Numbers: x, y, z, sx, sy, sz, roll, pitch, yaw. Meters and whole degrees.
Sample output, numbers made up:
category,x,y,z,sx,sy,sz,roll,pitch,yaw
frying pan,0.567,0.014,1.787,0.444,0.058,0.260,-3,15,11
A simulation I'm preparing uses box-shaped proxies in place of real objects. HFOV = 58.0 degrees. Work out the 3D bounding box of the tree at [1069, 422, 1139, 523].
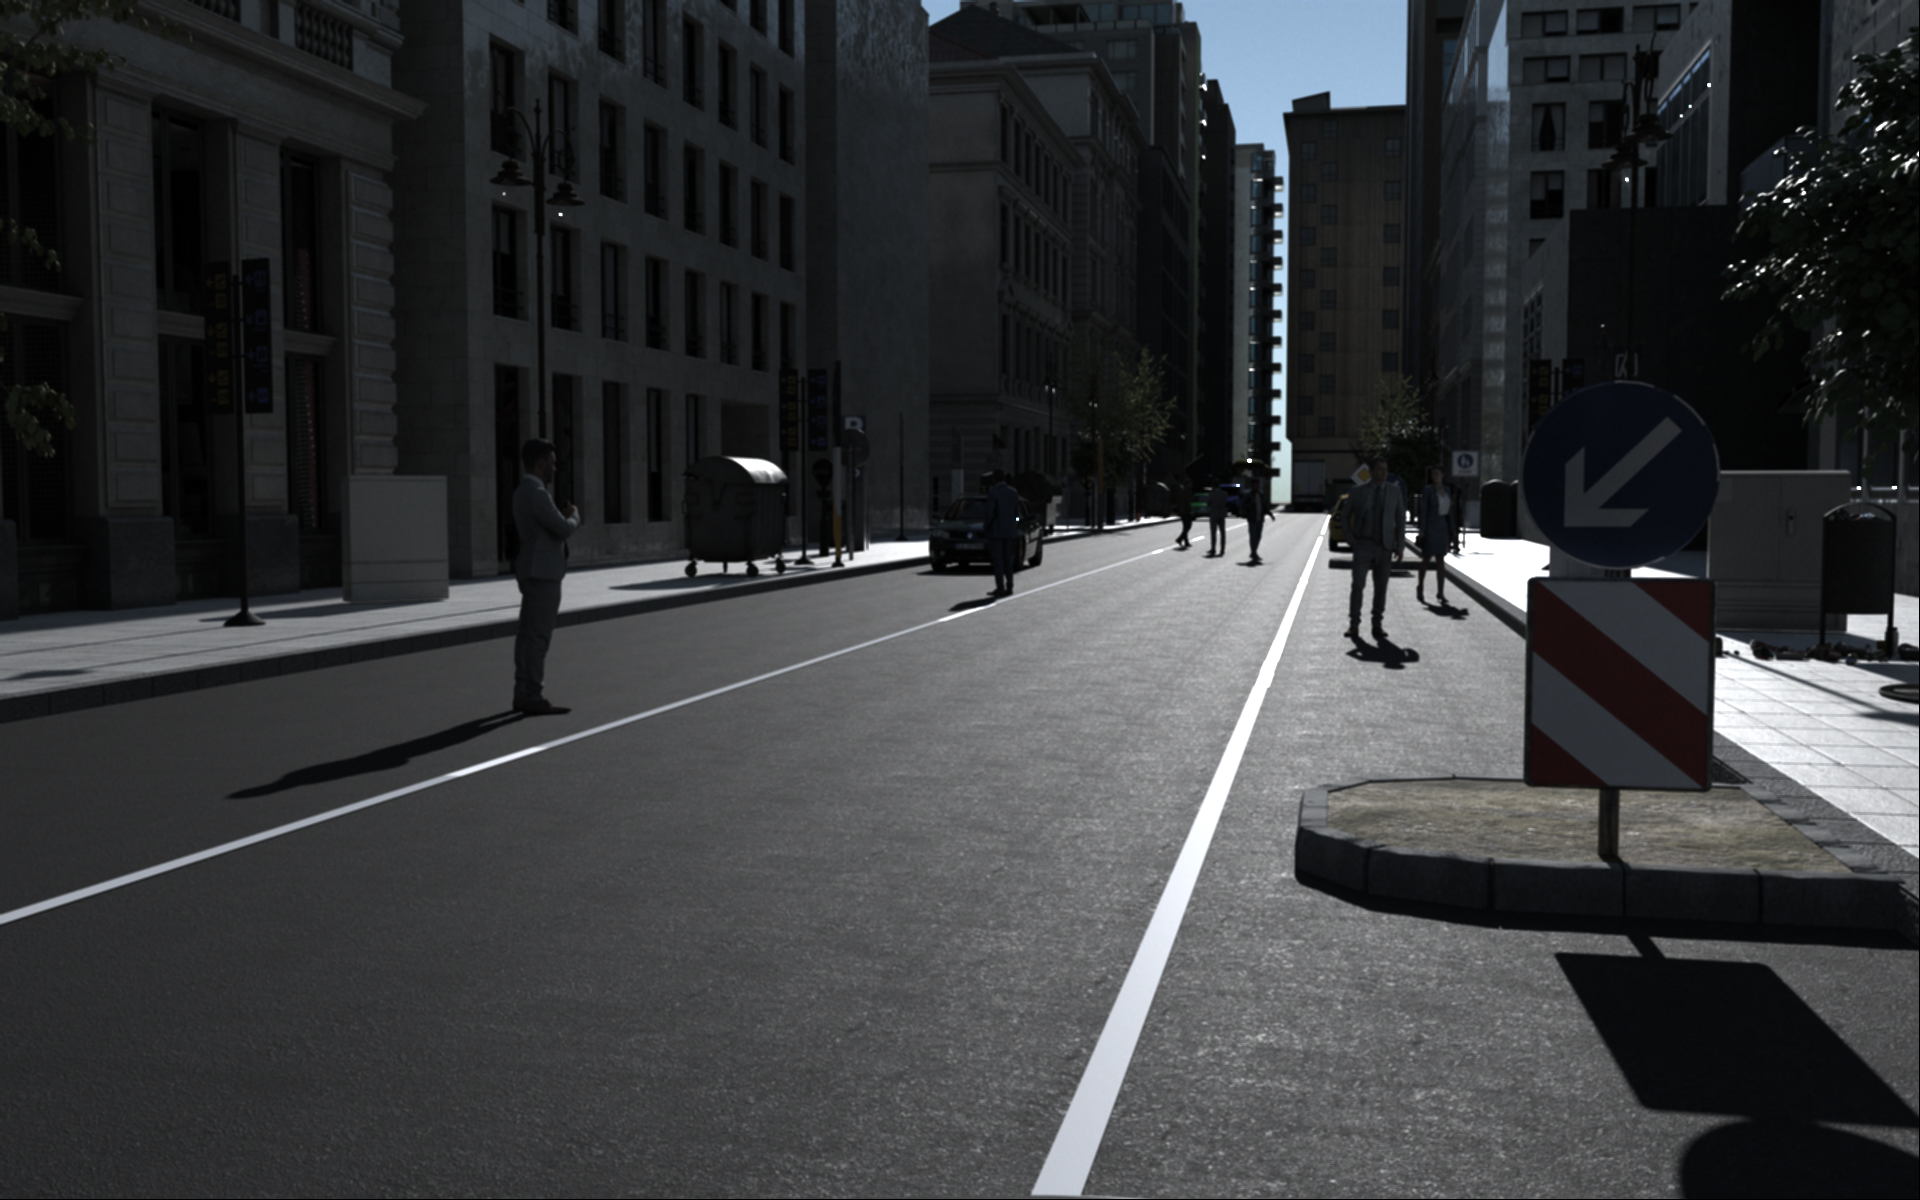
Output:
category,x,y,z,sx,sy,sz,roll,pitch,yaw
tree,6.295,-5.665,76.341,4.285,4.588,4.351,0,3,0

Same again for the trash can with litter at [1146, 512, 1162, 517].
category,x,y,z,sx,sy,sz,roll,pitch,yaw
trash can with litter,10.800,-5.215,96.645,1.055,1.170,0.624,2,4,24

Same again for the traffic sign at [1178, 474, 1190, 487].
category,x,y,z,sx,sy,sz,roll,pitch,yaw
traffic sign,14.038,-6.644,108.727,0.768,2.556,0.104,1,4,21

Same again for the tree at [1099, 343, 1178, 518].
category,x,y,z,sx,sy,sz,roll,pitch,yaw
tree,8.613,-8.252,85.279,4.360,8.622,3.978,0,3,0

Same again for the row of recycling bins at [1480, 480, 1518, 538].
category,x,y,z,sx,sy,sz,roll,pitch,yaw
row of recycling bins,17.122,-2.734,51.812,3.534,1.692,1.069,-2,4,-25

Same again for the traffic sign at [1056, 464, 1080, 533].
category,x,y,z,sx,sy,sz,roll,pitch,yaw
traffic sign,3.574,-3.283,57.321,0.795,2.450,0.064,1,4,12

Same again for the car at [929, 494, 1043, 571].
category,x,y,z,sx,sy,sz,roll,pitch,yaw
car,0.545,-1.455,33.573,2.009,1.686,4.222,1,4,10

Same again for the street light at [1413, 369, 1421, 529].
category,x,y,z,sx,sy,sz,roll,pitch,yaw
street light,16.707,-5.512,62.903,0.468,5.910,1.993,1,4,12

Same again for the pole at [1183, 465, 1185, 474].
category,x,y,z,sx,sy,sz,roll,pitch,yaw
pole,15.603,-7.774,120.942,0.158,3.312,0.155,0,3,0

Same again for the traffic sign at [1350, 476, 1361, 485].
category,x,y,z,sx,sy,sz,roll,pitch,yaw
traffic sign,14.598,-3.635,63.075,0.795,2.450,0.064,1,4,12

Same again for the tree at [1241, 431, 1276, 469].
category,x,y,z,sx,sy,sz,roll,pitch,yaw
tree,34.375,-15.271,200.047,4.360,8.622,3.978,0,3,0

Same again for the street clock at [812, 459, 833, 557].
category,x,y,z,sx,sy,sz,roll,pitch,yaw
street clock,-2.791,-1.896,35.563,0.471,2.002,0.358,0,4,-1

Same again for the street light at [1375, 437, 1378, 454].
category,x,y,z,sx,sy,sz,roll,pitch,yaw
street light,32.548,-9.949,135.447,0.468,5.910,1.993,1,4,12

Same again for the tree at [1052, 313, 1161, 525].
category,x,y,z,sx,sy,sz,roll,pitch,yaw
tree,5.806,-7.376,70.955,4.737,8.622,4.395,0,3,0

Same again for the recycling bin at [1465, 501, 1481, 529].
category,x,y,z,sx,sy,sz,roll,pitch,yaw
recycling bin,19.237,-3.169,64.368,0.722,1.027,0.722,0,4,3

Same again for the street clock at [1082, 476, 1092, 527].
category,x,y,z,sx,sy,sz,roll,pitch,yaw
street clock,5.039,-3.902,68.368,0.471,2.002,0.358,0,3,0

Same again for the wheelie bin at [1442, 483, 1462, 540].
category,x,y,z,sx,sy,sz,roll,pitch,yaw
wheelie bin,13.474,-2.473,48.348,0.980,1.594,0.693,-1,4,-11

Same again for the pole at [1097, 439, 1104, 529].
category,x,y,z,sx,sy,sz,roll,pitch,yaw
pole,5.221,-4.313,64.368,0.158,3.312,0.155,0,3,0

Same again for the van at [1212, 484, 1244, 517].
category,x,y,z,sx,sy,sz,roll,pitch,yaw
van,16.733,-6.365,108.448,2.240,2.365,5.245,1,4,13

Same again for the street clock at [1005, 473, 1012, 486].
category,x,y,z,sx,sy,sz,roll,pitch,yaw
street clock,1.432,-3.157,56.181,0.471,2.002,0.358,-2,4,-34

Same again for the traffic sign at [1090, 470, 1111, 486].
category,x,y,z,sx,sy,sz,roll,pitch,yaw
traffic sign,5.277,-3.760,65.123,0.795,2.450,0.064,1,4,12

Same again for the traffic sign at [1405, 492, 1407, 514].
category,x,y,z,sx,sy,sz,roll,pitch,yaw
traffic sign,21.417,-5.080,83.171,0.768,2.556,0.104,1,4,15

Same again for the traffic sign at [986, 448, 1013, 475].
category,x,y,z,sx,sy,sz,roll,pitch,yaw
traffic sign,1.105,-2.953,48.389,0.768,2.556,0.104,1,4,13

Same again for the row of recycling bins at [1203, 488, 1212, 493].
category,x,y,z,sx,sy,sz,roll,pitch,yaw
row of recycling bins,17.653,-7.127,123.643,1.069,1.692,3.534,1,4,15

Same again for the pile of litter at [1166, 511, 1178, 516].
category,x,y,z,sx,sy,sz,roll,pitch,yaw
pile of litter,12.146,-5.292,100.492,1.176,0.858,1.719,2,4,24

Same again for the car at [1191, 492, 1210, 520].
category,x,y,z,sx,sy,sz,roll,pitch,yaw
car,13.405,-5.238,94.437,1.959,1.807,4.718,1,4,12

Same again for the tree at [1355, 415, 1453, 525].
category,x,y,z,sx,sy,sz,roll,pitch,yaw
tree,18.680,-5.372,71.547,4.285,4.588,4.351,0,3,0

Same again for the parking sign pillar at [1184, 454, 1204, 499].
category,x,y,z,sx,sy,sz,roll,pitch,yaw
parking sign pillar,15.603,-7.785,115.755,1.447,3.967,1.447,-1,4,-20

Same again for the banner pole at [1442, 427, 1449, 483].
category,x,y,z,sx,sy,sz,roll,pitch,yaw
banner pole,17.980,-4.541,64.259,0.401,3.779,0.863,2,4,33

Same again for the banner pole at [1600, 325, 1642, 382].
category,x,y,z,sx,sy,sz,roll,pitch,yaw
banner pole,9.682,-2.176,25.595,0.401,3.779,0.863,-2,4,-35

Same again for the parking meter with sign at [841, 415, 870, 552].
category,x,y,z,sx,sy,sz,roll,pitch,yaw
parking meter with sign,-2.327,-2.628,39.232,0.543,3.016,1.738,0,4,2

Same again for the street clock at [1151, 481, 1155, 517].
category,x,y,z,sx,sy,sz,roll,pitch,yaw
street clock,10.926,-5.731,98.269,0.358,2.002,0.471,0,4,5

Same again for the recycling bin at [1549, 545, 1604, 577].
category,x,y,z,sx,sy,sz,roll,pitch,yaw
recycling bin,8.872,-0.735,24.566,0.722,1.027,0.722,-2,4,-31

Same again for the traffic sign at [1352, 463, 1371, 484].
category,x,y,z,sx,sy,sz,roll,pitch,yaw
traffic sign,12.895,-3.158,55.273,0.795,2.450,0.064,1,4,12

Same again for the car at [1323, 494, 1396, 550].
category,x,y,z,sx,sy,sz,roll,pitch,yaw
car,10.591,-2.167,45.647,2.015,1.641,3.980,1,4,11

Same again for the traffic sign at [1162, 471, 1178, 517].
category,x,y,z,sx,sy,sz,roll,pitch,yaw
traffic sign,11.609,-5.861,95.830,0.884,2.594,0.081,1,4,16

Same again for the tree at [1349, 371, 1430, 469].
category,x,y,z,sx,sy,sz,roll,pitch,yaw
tree,25.686,-9.318,102.713,4.360,8.622,3.978,0,3,0

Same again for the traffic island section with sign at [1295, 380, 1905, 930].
category,x,y,z,sx,sy,sz,roll,pitch,yaw
traffic island section with sign,2.352,0.111,6.821,1.989,1.847,2.006,1,4,12

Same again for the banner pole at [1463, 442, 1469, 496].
category,x,y,z,sx,sy,sz,roll,pitch,yaw
banner pole,24.360,-5.712,83.404,0.401,3.779,0.863,2,4,33

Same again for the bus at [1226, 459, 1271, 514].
category,x,y,z,sx,sy,sz,roll,pitch,yaw
bus,21.057,-8.199,125.593,2.896,3.916,12.252,1,4,12

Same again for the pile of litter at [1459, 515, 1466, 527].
category,x,y,z,sx,sy,sz,roll,pitch,yaw
pile of litter,19.213,-3.253,67.153,1.176,0.858,1.719,-2,4,-34

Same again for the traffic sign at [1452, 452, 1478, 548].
category,x,y,z,sx,sy,sz,roll,pitch,yaw
traffic sign,11.901,-2.368,40.844,0.606,2.300,0.079,1,4,17

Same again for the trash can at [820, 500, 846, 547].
category,x,y,z,sx,sy,sz,roll,pitch,yaw
trash can,-3.038,-1.860,42.067,0.748,1.137,0.748,0,3,0

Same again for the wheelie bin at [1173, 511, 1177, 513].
category,x,y,z,sx,sy,sz,roll,pitch,yaw
wheelie bin,14.604,-6.713,117.658,0.980,1.594,0.693,1,4,23

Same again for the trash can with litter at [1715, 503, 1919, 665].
category,x,y,z,sx,sy,sz,roll,pitch,yaw
trash can with litter,6.679,-0.165,13.761,2.233,1.210,1.678,1,4,8

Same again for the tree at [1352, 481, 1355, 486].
category,x,y,z,sx,sy,sz,roll,pitch,yaw
tree,21.155,-5.923,80.548,4.285,4.588,4.351,0,3,0

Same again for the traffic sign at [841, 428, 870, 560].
category,x,y,z,sx,sy,sz,roll,pitch,yaw
traffic sign,-2.115,-2.047,33.581,0.768,2.556,0.104,1,4,18

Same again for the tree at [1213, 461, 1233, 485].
category,x,y,z,sx,sy,sz,roll,pitch,yaw
tree,26.480,-11.356,169.380,4.285,4.588,4.351,0,3,0

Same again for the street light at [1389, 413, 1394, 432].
category,x,y,z,sx,sy,sz,roll,pitch,yaw
street light,24.586,-7.727,99.120,0.468,5.910,1.993,1,4,12

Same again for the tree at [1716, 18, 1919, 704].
category,x,y,z,sx,sy,sz,roll,pitch,yaw
tree,6.521,-1.653,10.748,4.285,4.588,4.351,0,3,0

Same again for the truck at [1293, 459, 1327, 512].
category,x,y,z,sx,sy,sz,roll,pitch,yaw
truck,29.254,-9.540,144.889,2.839,4.237,11.283,1,4,12

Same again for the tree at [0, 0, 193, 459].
category,x,y,z,sx,sy,sz,roll,pitch,yaw
tree,-6.901,-3.672,10.396,4.737,8.622,4.395,0,3,0

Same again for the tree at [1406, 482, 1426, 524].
category,x,y,z,sx,sy,sz,roll,pitch,yaw
tree,19.735,-4.915,74.966,1.663,3.219,1.824,0,3,0

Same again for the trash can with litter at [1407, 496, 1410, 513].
category,x,y,z,sx,sy,sz,roll,pitch,yaw
trash can with litter,30.418,-6.416,116.280,0.624,1.170,1.055,3,4,36
